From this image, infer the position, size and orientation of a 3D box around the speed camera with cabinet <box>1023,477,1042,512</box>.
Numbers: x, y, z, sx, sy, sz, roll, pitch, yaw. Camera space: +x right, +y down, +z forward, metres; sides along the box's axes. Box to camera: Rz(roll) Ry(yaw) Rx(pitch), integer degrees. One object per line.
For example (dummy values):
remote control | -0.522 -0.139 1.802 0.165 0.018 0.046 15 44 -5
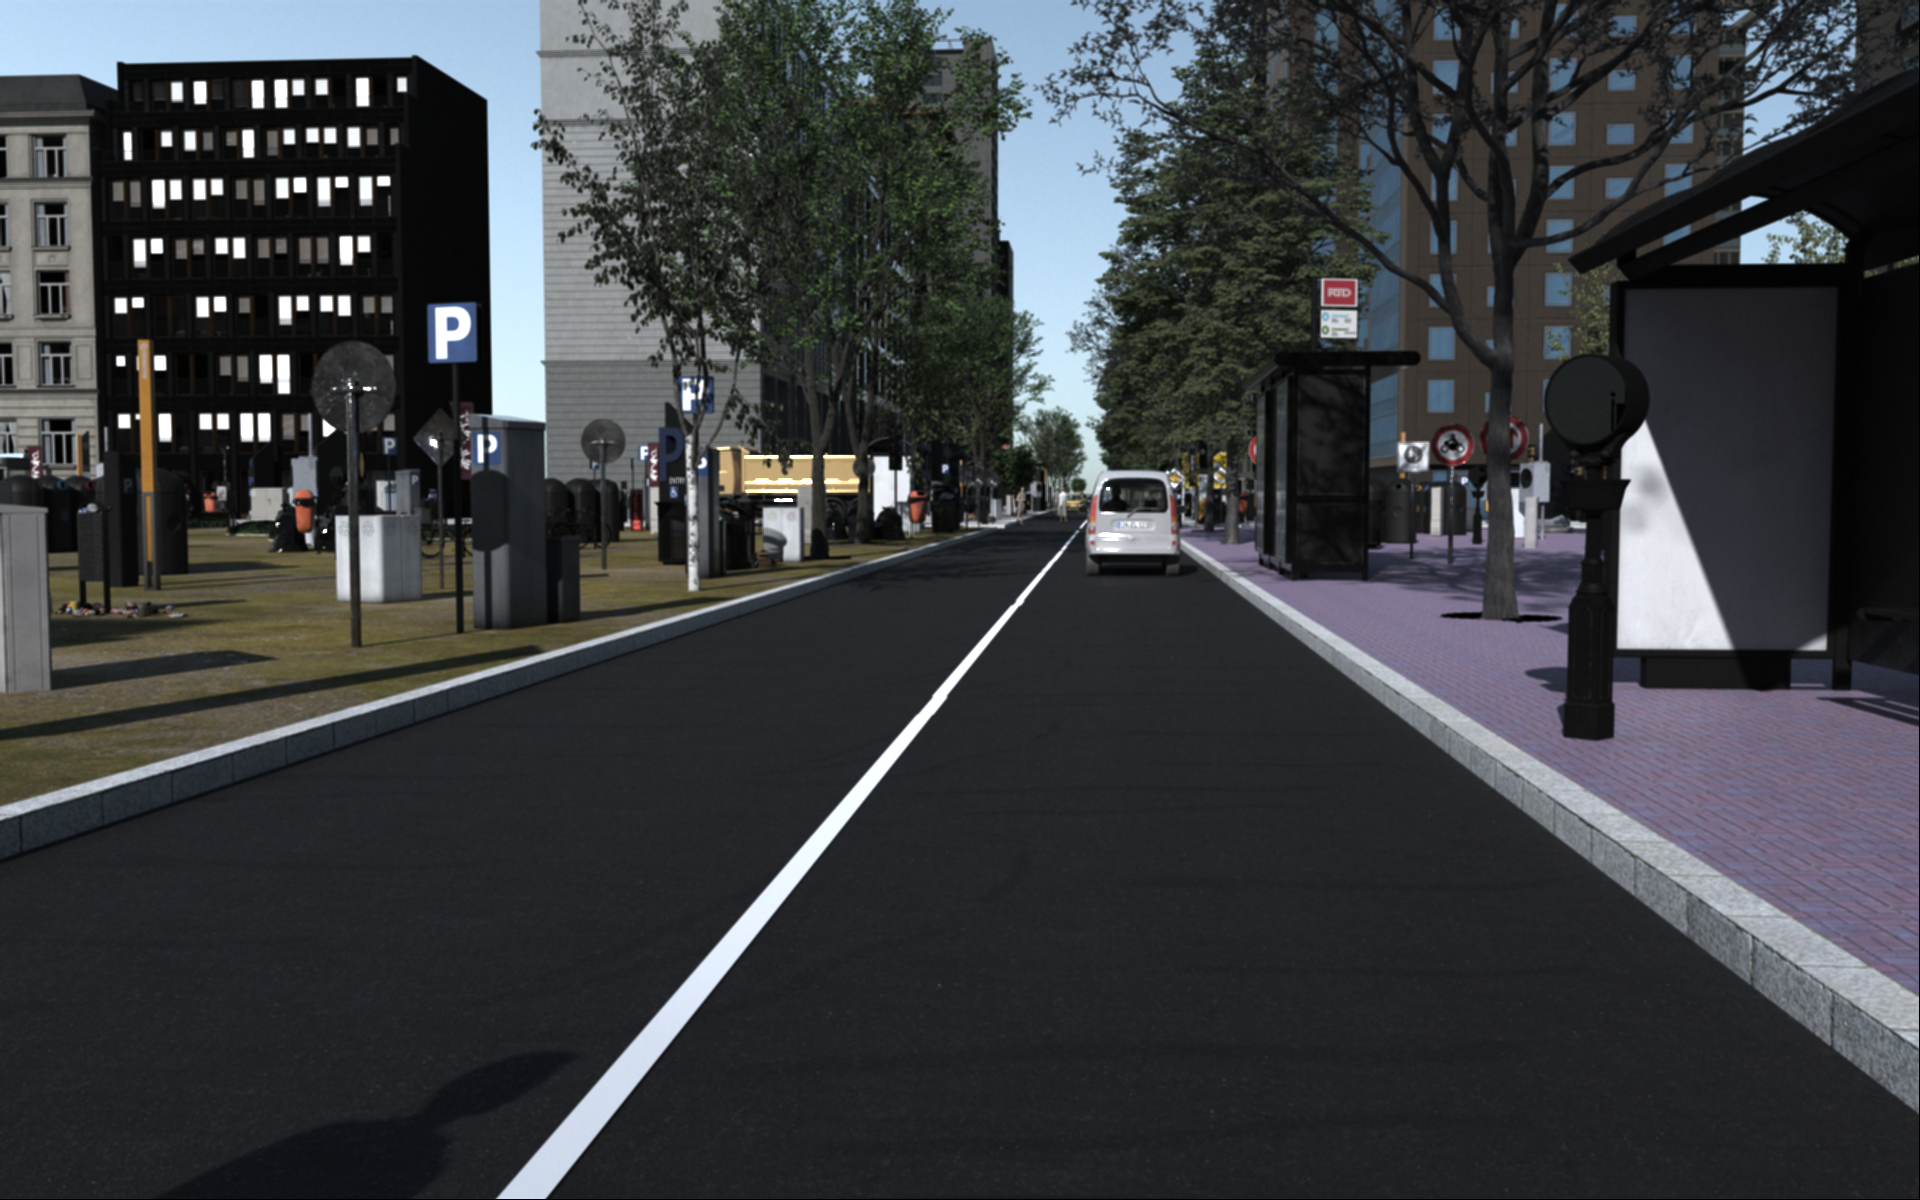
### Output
speed camera with cabinet | 4.971 -7.852 122.721 0.660 3.252 2.038 3 5 40

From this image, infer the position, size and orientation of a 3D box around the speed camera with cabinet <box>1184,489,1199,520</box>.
speed camera with cabinet | 11.624 -5.706 87.637 0.660 3.252 2.038 3 5 40

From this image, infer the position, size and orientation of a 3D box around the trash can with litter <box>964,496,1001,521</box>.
trash can with litter | 0.822 -4.375 82.581 2.233 1.210 1.678 0 4 5

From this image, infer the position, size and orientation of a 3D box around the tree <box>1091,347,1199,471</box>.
tree | 14.283 -13.620 129.339 9.857 13.997 8.962 0 3 0

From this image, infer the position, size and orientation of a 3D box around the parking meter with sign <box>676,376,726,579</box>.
parking meter with sign | -3.910 -1.850 26.510 0.543 3.016 1.738 0 4 0

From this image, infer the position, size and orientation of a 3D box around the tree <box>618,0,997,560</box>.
tree | -2.656 -6.621 34.011 9.928 11.665 9.643 0 3 0

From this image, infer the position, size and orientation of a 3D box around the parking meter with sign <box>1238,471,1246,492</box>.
parking meter with sign | 21.743 -8.217 130.602 1.738 3.016 0.543 2 4 26

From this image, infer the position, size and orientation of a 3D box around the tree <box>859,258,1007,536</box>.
tree | -1.258 -6.296 53.300 4.737 8.622 4.395 0 3 0

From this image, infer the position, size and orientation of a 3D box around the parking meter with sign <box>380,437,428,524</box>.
parking meter with sign | -16.806 -3.450 52.675 1.738 3.016 0.543 2 4 33

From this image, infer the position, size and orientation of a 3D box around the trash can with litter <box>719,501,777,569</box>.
trash can with litter | -3.721 -1.127 29.806 1.055 1.170 0.624 -3 5 -44

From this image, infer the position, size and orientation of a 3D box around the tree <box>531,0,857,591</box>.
tree | -3.470 -4.413 22.515 4.360 8.622 3.978 0 3 0

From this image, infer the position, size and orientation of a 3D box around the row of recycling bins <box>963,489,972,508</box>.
row of recycling bins | 0.521 -8.345 143.553 1.069 1.692 3.534 0 4 2

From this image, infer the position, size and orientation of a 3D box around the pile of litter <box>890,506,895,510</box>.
pile of litter | -2.545 -2.825 60.160 1.176 0.858 1.719 -2 4 -28

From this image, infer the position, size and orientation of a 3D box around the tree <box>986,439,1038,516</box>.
tree | 3.084 -7.220 101.757 4.285 4.588 4.351 0 3 0

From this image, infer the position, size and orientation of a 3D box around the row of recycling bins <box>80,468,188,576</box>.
row of recycling bins | -13.627 -1.319 28.686 1.069 1.692 3.534 -2 4 -35

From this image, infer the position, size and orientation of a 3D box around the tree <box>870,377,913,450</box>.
tree | -4.766 -9.303 102.465 4.360 8.622 3.978 0 3 0

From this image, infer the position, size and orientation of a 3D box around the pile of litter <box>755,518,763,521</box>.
pile of litter | -9.290 -4.323 84.650 1.719 0.858 1.176 -1 4 -18

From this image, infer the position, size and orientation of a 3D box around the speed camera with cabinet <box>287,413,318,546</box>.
speed camera with cabinet | -16.374 -2.980 43.066 0.660 3.252 2.038 -2 4 -25

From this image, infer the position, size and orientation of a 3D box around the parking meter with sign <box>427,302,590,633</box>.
parking meter with sign | -4.316 -1.248 16.659 0.543 3.016 1.738 1 4 21

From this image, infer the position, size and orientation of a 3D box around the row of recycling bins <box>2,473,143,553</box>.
row of recycling bins | -19.944 -1.925 38.583 1.069 1.692 3.534 1 4 12

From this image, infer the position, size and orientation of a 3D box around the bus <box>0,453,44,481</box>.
bus | -44.909 -4.799 73.320 13.247 3.499 2.948 0 4 6

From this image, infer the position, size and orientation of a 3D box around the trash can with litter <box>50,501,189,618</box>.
trash can with litter | -9.110 -0.450 18.414 2.233 1.210 1.678 2 4 35

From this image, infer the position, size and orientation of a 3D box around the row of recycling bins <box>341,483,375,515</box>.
row of recycling bins | -22.329 -3.503 64.383 1.069 1.692 3.534 -1 4 -13

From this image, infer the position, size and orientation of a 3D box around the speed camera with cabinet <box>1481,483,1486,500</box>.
speed camera with cabinet | 19.650 -4.144 62.086 2.038 3.252 0.660 -2 4 -25

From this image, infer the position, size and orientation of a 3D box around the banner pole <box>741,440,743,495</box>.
banner pole | -10.092 -5.516 80.205 0.401 3.779 0.863 0 4 -4

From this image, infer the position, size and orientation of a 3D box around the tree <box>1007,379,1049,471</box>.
tree | 1.543 -8.851 95.074 4.737 8.622 4.395 0 3 0

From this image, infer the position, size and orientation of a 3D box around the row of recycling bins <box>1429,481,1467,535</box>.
row of recycling bins | 15.406 -2.970 55.673 1.069 1.692 3.534 0 4 -2

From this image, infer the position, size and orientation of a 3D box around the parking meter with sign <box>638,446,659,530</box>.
parking meter with sign | -11.139 -4.082 62.995 0.543 3.016 1.738 1 4 8

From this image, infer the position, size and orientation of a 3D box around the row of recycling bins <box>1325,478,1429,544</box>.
row of recycling bins | 10.587 -2.391 46.208 1.069 1.692 3.534 -3 5 -44

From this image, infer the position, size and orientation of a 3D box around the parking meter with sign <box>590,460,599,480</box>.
parking meter with sign | -18.256 -5.350 83.736 1.738 3.016 0.543 2 4 33

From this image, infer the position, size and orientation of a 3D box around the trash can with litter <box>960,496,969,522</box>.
trash can with litter | -0.081 -4.178 79.698 0.624 1.170 1.055 1 4 20

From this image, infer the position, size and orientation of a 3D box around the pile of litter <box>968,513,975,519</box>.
pile of litter | 0.825 -4.616 89.439 1.719 0.858 1.176 -2 4 -27

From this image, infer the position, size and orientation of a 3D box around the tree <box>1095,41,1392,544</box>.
tree | 7.116 -7.718 44.315 7.486 12.596 7.792 0 3 0

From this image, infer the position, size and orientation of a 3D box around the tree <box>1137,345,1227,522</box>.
tree | 10.448 -7.937 80.136 4.360 8.622 3.978 0 3 0

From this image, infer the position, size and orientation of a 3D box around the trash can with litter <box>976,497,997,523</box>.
trash can with litter | 1.215 -4.101 78.434 1.055 1.170 0.624 3 5 42

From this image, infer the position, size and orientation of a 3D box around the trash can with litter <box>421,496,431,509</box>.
trash can with litter | -16.825 -2.702 55.241 1.678 1.210 2.233 0 4 -2

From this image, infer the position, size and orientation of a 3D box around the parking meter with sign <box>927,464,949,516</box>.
parking meter with sign | -1.337 -6.434 101.454 0.543 3.016 1.738 -2 4 -34

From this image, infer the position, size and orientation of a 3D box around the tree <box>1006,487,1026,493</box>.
tree | 3.455 -7.053 109.919 1.663 3.219 1.824 0 3 0

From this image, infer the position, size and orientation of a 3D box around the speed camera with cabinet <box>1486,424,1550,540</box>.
speed camera with cabinet | 15.953 -3.365 49.355 0.660 3.252 2.038 -1 4 -17

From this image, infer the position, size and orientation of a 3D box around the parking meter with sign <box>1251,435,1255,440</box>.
parking meter with sign | 9.382 -3.342 50.910 0.543 3.016 1.738 -3 4 -38

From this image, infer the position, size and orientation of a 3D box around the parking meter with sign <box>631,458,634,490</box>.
parking meter with sign | -15.115 -5.396 84.480 1.738 3.016 0.543 0 4 -5

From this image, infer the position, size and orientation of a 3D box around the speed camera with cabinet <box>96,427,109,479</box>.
speed camera with cabinet | -25.187 -3.425 50.340 0.660 3.252 2.038 1 4 21

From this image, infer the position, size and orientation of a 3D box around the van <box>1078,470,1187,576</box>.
van | 3.157 -1.511 31.717 2.013 2.044 4.112 0 4 5

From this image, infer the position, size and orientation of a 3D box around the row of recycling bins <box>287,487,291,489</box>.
row of recycling bins | -31.314 -4.768 85.067 3.534 1.692 1.069 -3 4 -37

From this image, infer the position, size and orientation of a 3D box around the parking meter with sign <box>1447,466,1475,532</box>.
parking meter with sign | 17.039 -3.844 59.113 0.543 3.016 1.738 -1 4 -11

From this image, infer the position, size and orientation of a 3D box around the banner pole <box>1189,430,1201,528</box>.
banner pole | 8.873 -4.630 65.719 0.401 3.779 0.863 -1 4 -17

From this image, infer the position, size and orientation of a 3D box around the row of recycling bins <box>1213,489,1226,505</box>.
row of recycling bins | 20.417 -7.889 136.101 3.534 1.692 1.069 1 4 13

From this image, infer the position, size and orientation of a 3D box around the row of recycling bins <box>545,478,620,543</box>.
row of recycling bins | -10.303 -2.329 45.187 1.069 1.692 3.534 3 4 36

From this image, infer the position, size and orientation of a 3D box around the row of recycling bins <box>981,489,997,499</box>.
row of recycling bins | 2.270 -7.546 130.491 1.069 1.692 3.534 -1 4 -18

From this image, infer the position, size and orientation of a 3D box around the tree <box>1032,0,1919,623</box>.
tree | 5.397 -6.543 17.347 12.009 13.543 11.850 0 3 0
